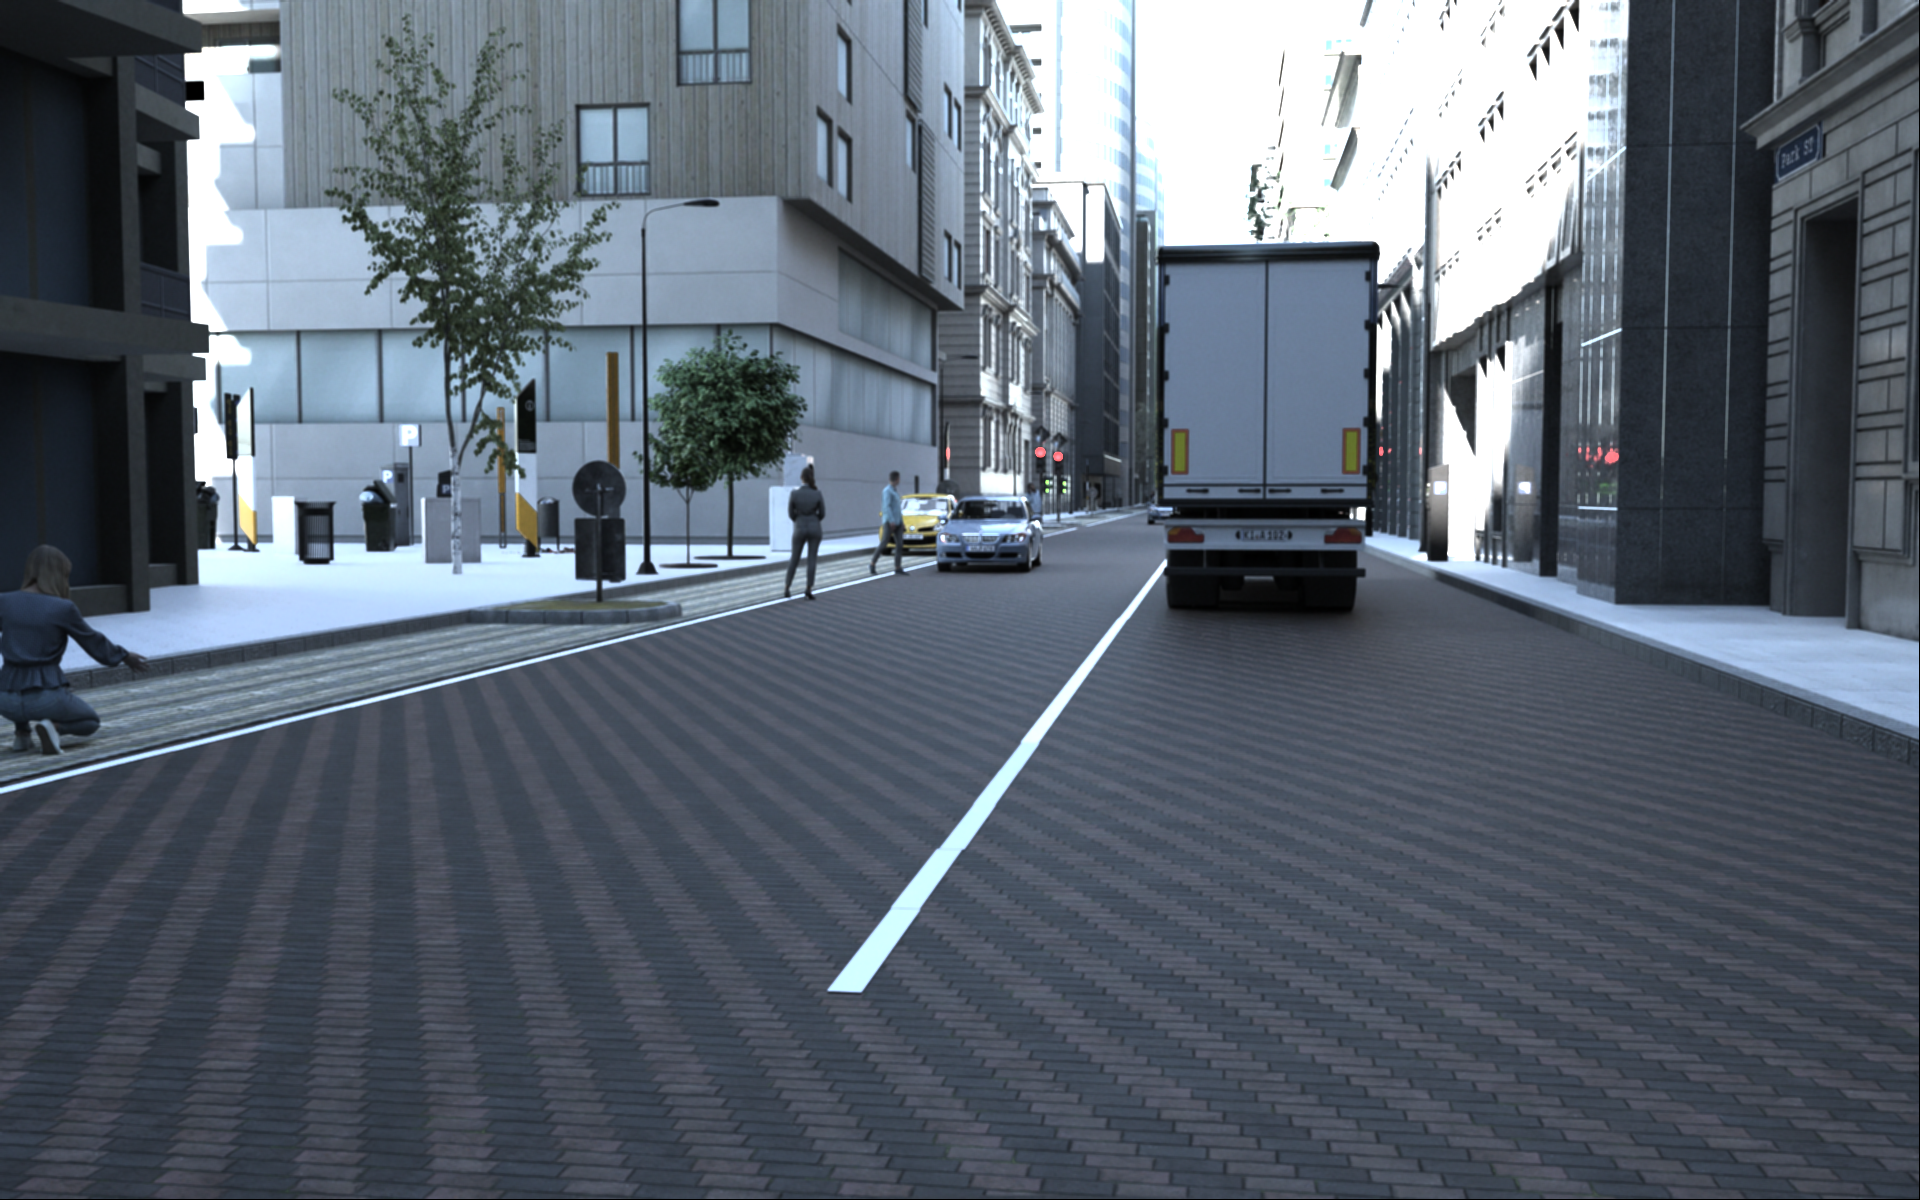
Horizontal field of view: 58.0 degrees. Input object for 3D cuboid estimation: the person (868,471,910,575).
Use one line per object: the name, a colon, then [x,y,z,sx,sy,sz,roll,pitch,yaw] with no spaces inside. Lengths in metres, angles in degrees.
person: [-1.242,-1.364,30.660,0.748,1.841,0.638,2,4,30]

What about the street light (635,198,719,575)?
street light: [-4.470,-3.357,27.431,1.470,5.913,1.316,1,4,8]

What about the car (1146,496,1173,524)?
car: [10.005,-4.385,83.701,2.014,1.417,4.499,1,4,8]

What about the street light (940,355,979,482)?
street light: [-0.076,-5.235,58.139,1.470,5.913,1.316,1,4,8]

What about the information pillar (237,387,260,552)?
information pillar: [-15.743,-2.868,38.252,0.504,3.616,0.183,2,4,31]

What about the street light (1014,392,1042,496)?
street light: [3.035,-6.500,78.811,1.470,5.913,1.316,1,4,8]

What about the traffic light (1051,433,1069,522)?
traffic light: [4.504,-5.491,78.703,0.839,4.253,0.868,1,4,8]

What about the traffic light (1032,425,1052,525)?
traffic light: [3.332,-5.008,70.804,0.839,4.253,0.868,1,4,8]

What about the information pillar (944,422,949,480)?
information pillar: [-0.426,-3.957,56.052,0.183,3.616,0.504,0,4,7]

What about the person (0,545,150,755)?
person: [-5.195,0.264,9.682,1.012,1.151,0.738,0,4,-4]

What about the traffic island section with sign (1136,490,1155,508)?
traffic island section with sign: [19.102,-10.331,177.536,1.989,1.847,2.006,1,4,8]

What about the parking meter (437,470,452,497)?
parking meter: [-11.989,-2.122,40.409,0.399,1.863,0.255,-1,4,-14]

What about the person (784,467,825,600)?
person: [-2.120,-0.907,23.610,0.520,1.790,0.573,-1,4,-17]

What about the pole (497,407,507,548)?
pole: [-10.824,-2.878,40.898,0.158,3.312,0.155,0,3,0]

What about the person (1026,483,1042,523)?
person: [2.389,-2.879,55.835,0.793,1.790,0.793,2,4,23]

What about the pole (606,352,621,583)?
pole: [-5.013,-1.908,25.047,0.158,3.312,0.155,0,3,0]

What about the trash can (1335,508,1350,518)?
trash can: [14.577,-3.327,66.043,0.748,1.137,0.748,0,3,0]

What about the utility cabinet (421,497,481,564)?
utility cabinet: [-9.479,-1.291,32.277,1.020,1.237,0.306,-2,4,-30]

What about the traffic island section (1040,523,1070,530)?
traffic island section: [3.294,-2.976,70.945,2.009,0.180,2.903,1,4,8]

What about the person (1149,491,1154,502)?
person: [21.525,-11.341,194.375,0.568,1.767,0.683,1,4,17]

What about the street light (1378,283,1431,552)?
street light: [9.766,-4.018,38.240,1.470,5.913,1.316,1,4,8]

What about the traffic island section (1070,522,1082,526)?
traffic island section: [4.466,-3.460,78.844,2.009,0.180,2.903,1,4,8]

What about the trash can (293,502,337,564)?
trash can: [-11.820,-1.231,31.783,0.748,1.137,0.748,0,3,0]

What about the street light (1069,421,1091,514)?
street light: [7.615,-8.421,110.222,1.470,5.913,1.316,1,4,8]

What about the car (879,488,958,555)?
car: [-0.838,-1.917,41.573,2.015,1.641,3.980,0,4,8]

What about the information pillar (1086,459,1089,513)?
information pillar: [8.569,-7.660,116.595,0.183,3.616,0.504,0,4,0]

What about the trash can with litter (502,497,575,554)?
trash can with litter: [-8.666,-1.620,37.550,2.233,1.210,1.678,1,4,23]

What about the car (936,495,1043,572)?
car: [0.625,-1.317,33.530,2.014,1.417,4.499,0,4,7]

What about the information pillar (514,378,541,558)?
information pillar: [-8.760,-2.669,34.998,0.183,3.616,0.504,3,4,36]

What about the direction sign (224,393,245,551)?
direction sign: [-16.477,-2.894,39.315,0.379,3.537,0.876,0,4,-3]

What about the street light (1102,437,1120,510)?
street light: [12.342,-10.340,141.593,1.470,5.913,1.316,1,4,8]

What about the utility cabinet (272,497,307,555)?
utility cabinet: [-14.228,-1.568,36.806,1.020,1.237,0.306,3,5,43]

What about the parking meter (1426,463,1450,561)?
parking meter: [9.117,-1.674,33.084,0.399,1.863,0.255,0,4,0]

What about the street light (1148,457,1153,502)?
street light: [23.394,-14.923,216.537,1.470,5.913,1.316,1,4,8]

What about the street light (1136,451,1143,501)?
street light: [18.793,-13.047,185.859,1.470,5.913,1.316,1,4,8]
